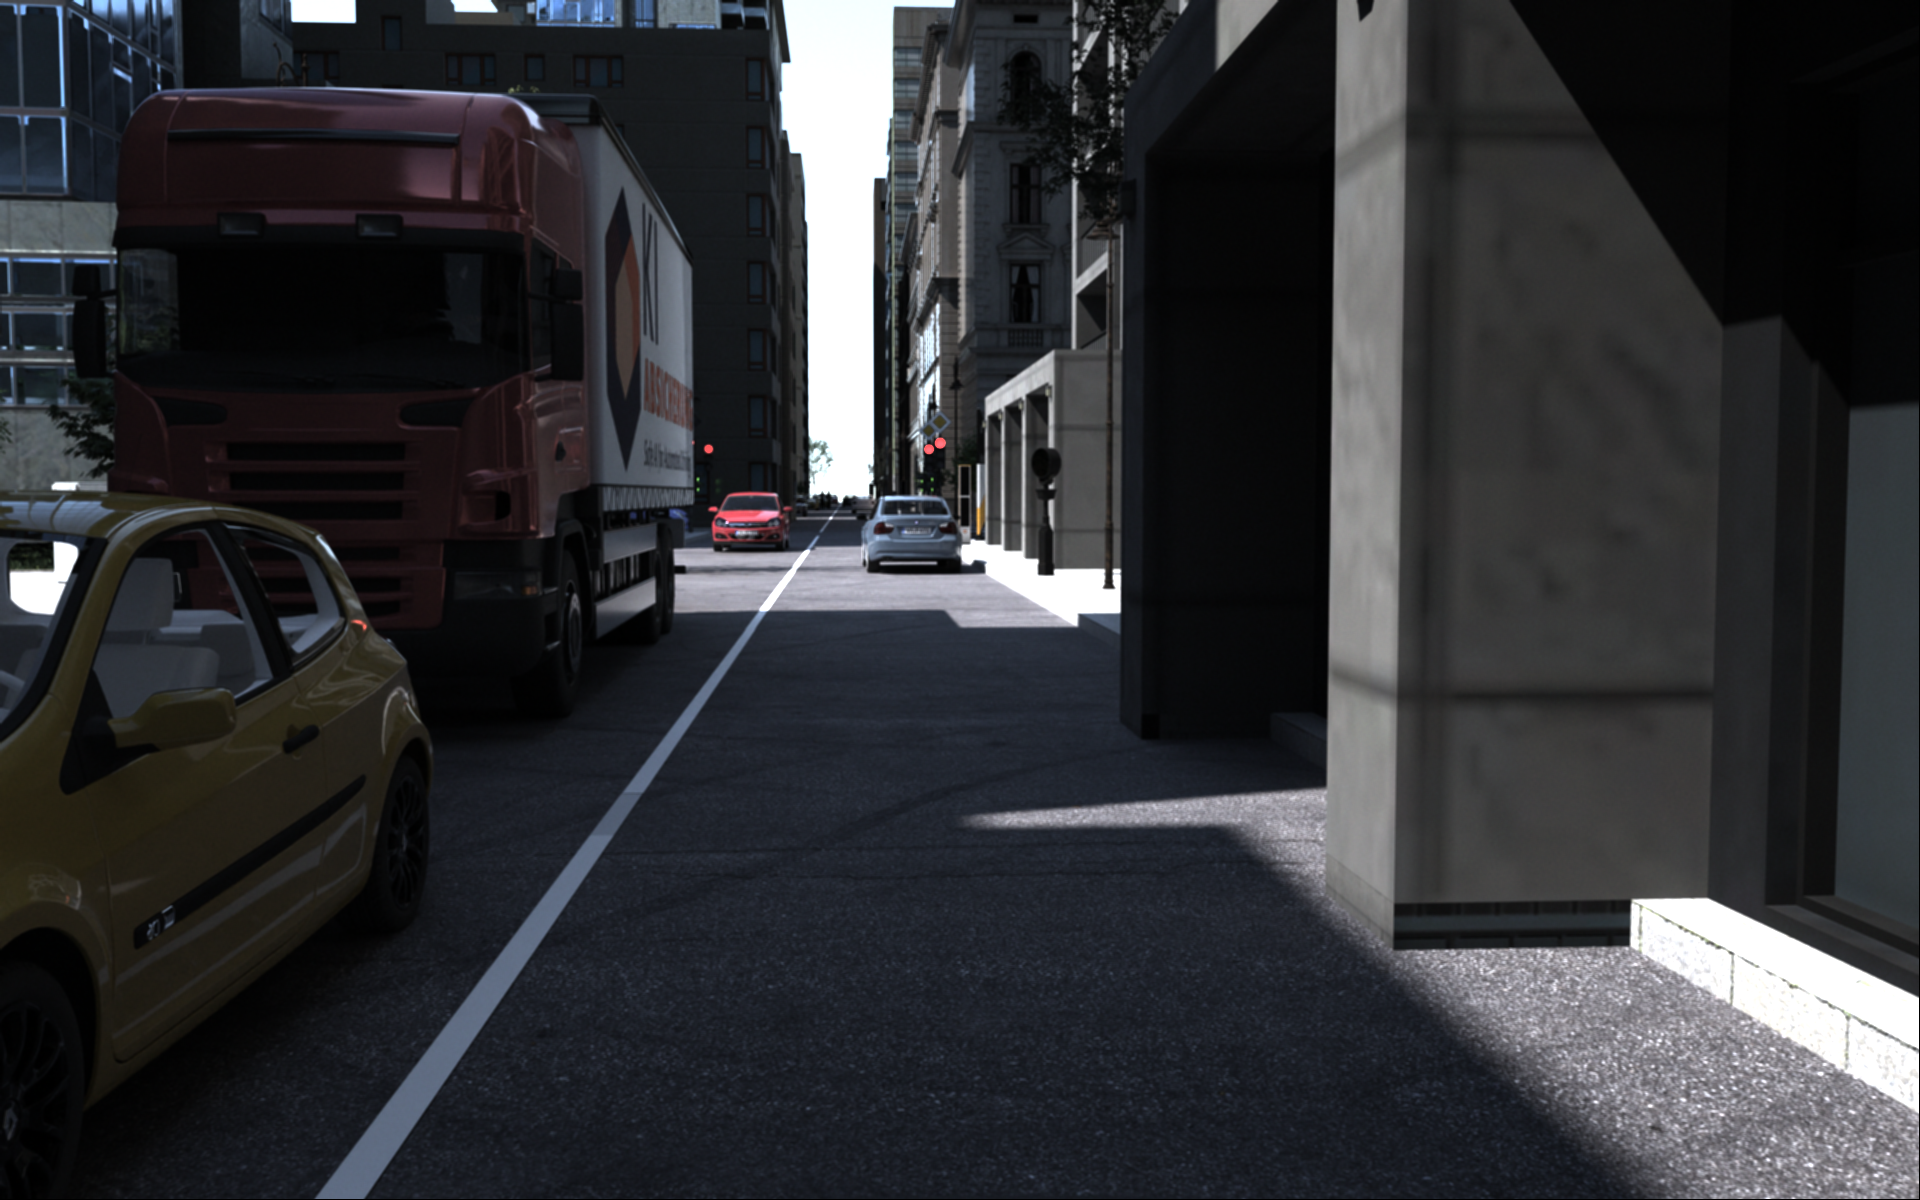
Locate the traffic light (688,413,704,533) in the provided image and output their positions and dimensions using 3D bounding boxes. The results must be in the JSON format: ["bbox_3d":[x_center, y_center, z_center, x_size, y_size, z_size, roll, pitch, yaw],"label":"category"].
[{"bbox_3d":[-8.940,-4.196,57.520,0.839,4.253,0.868,0,4,-4],"label":"traffic light"}]

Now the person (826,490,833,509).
[{"bbox_3d":[-12.726,-9.770,168.332,0.705,1.812,1.348,-2,4,-33],"label":"person"}]

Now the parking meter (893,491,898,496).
[{"bbox_3d":[-4.909,-7.510,131.191,0.372,1.533,0.369,0,3,0],"label":"parking meter"}]

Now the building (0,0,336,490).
[{"bbox_3d":[-32.021,-44.827,45.596,31.000,86.520,22.319,0,4,-4],"label":"building"}]

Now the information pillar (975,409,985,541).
[{"bbox_3d":[0.578,-3.447,47.706,0.183,3.616,0.504,1,4,20],"label":"information pillar"}]

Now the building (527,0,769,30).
[{"bbox_3d":[-26.723,-51.436,153.646,22.319,86.520,31.000,0,4,-4],"label":"building"}]

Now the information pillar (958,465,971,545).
[{"bbox_3d":[0.117,-2.417,44.012,0.304,2.012,0.304,0,4,-4],"label":"information pillar"}]

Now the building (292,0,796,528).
[{"bbox_3d":[-21.782,-14.268,78.320,27.650,21.520,28.899,0,4,-4],"label":"building"}]

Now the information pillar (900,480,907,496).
[{"bbox_3d":[-3.011,-5.403,92.824,0.304,2.012,0.304,1,4,9],"label":"information pillar"}]

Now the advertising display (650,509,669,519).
[{"bbox_3d":[-8.916,-2.828,51.454,0.123,1.923,0.974,1,4,18],"label":"advertising display"}]

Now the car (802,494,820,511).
[{"bbox_3d":[-12.933,-8.445,148.298,2.015,1.641,3.980,0,4,-2],"label":"car"}]

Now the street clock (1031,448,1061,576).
[{"bbox_3d":[1.353,-1.387,27.250,0.358,2.002,0.471,-3,4,-37],"label":"street clock"}]

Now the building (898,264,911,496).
[{"bbox_3d":[1.634,-18.595,133.713,12.332,23.373,15.834,0,4,-4],"label":"building"}]

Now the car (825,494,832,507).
[{"bbox_3d":[-15.313,-11.213,193.552,2.015,1.641,3.980,0,4,-5],"label":"car"}]

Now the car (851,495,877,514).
[{"bbox_3d":[-7.040,-7.061,127.817,2.083,1.381,4.827,0,4,-2],"label":"car"}]

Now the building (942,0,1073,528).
[{"bbox_3d":[9.518,-14.807,70.973,19.941,23.489,11.050,0,4,-4],"label":"building"}]

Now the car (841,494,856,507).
[{"bbox_3d":[-11.951,-10.948,188.793,2.009,1.686,4.222,0,4,-4],"label":"car"}]

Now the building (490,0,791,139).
[{"bbox_3d":[-32.580,-36.366,183.826,28.713,52.752,27.495,0,4,-4],"label":"building"}]

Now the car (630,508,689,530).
[{"bbox_3d":[-11.460,-3.184,61.646,3.694,1.707,1.945,0,4,-2],"label":"car"}]

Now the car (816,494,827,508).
[{"bbox_3d":[-14.880,-10.586,183.309,2.015,1.641,3.980,0,4,-4],"label":"car"}]

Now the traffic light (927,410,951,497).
[{"bbox_3d":[-0.696,-4.229,58.066,0.839,4.253,0.868,0,4,-4],"label":"traffic light"}]

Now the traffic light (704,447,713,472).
[{"bbox_3d":[-9.454,-4.683,65.489,0.839,4.253,0.868,0,4,-4],"label":"traffic light"}]

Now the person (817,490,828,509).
[{"bbox_3d":[-13.010,-9.475,163.433,1.348,1.823,0.705,2,4,26],"label":"person"}]

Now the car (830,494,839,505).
[{"bbox_3d":[-17.249,-13.661,232.392,2.155,1.783,4.494,0,4,-2],"label":"car"}]

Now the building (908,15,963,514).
[{"bbox_3d":[3.917,-17.987,91.349,12.463,27.353,25.104,0,4,-4],"label":"building"}]

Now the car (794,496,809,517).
[{"bbox_3d":[-10.555,-5.944,109.763,1.945,1.354,3.894,0,4,-5],"label":"car"}]

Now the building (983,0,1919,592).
[{"bbox_3d":[11.479,-36.342,32.447,20.563,71.187,20.611,0,4,-4],"label":"building"}]

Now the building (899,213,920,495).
[{"bbox_3d":[2.087,-17.052,114.957,11.583,22.565,21.152,0,4,-4],"label":"building"}]

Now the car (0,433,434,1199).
[{"bbox_3d":[-2.599,0.363,4.284,2.015,1.641,3.980,0,4,-2],"label":"car"}]

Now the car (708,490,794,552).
[{"bbox_3d":[-5.345,-2.172,44.558,2.155,1.783,4.494,0,4,-3],"label":"car"}]

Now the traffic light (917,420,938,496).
[{"bbox_3d":[-1.211,-4.716,66.034,0.839,4.253,0.868,0,4,-4],"label":"traffic light"}]

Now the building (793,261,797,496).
[{"bbox_3d":[-26.745,-26.554,205.851,14.160,30.474,14.107,0,4,-4],"label":"building"}]

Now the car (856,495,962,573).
[{"bbox_3d":[-0.953,-1.279,32.922,2.014,1.417,4.499,0,4,-5],"label":"car"}]
